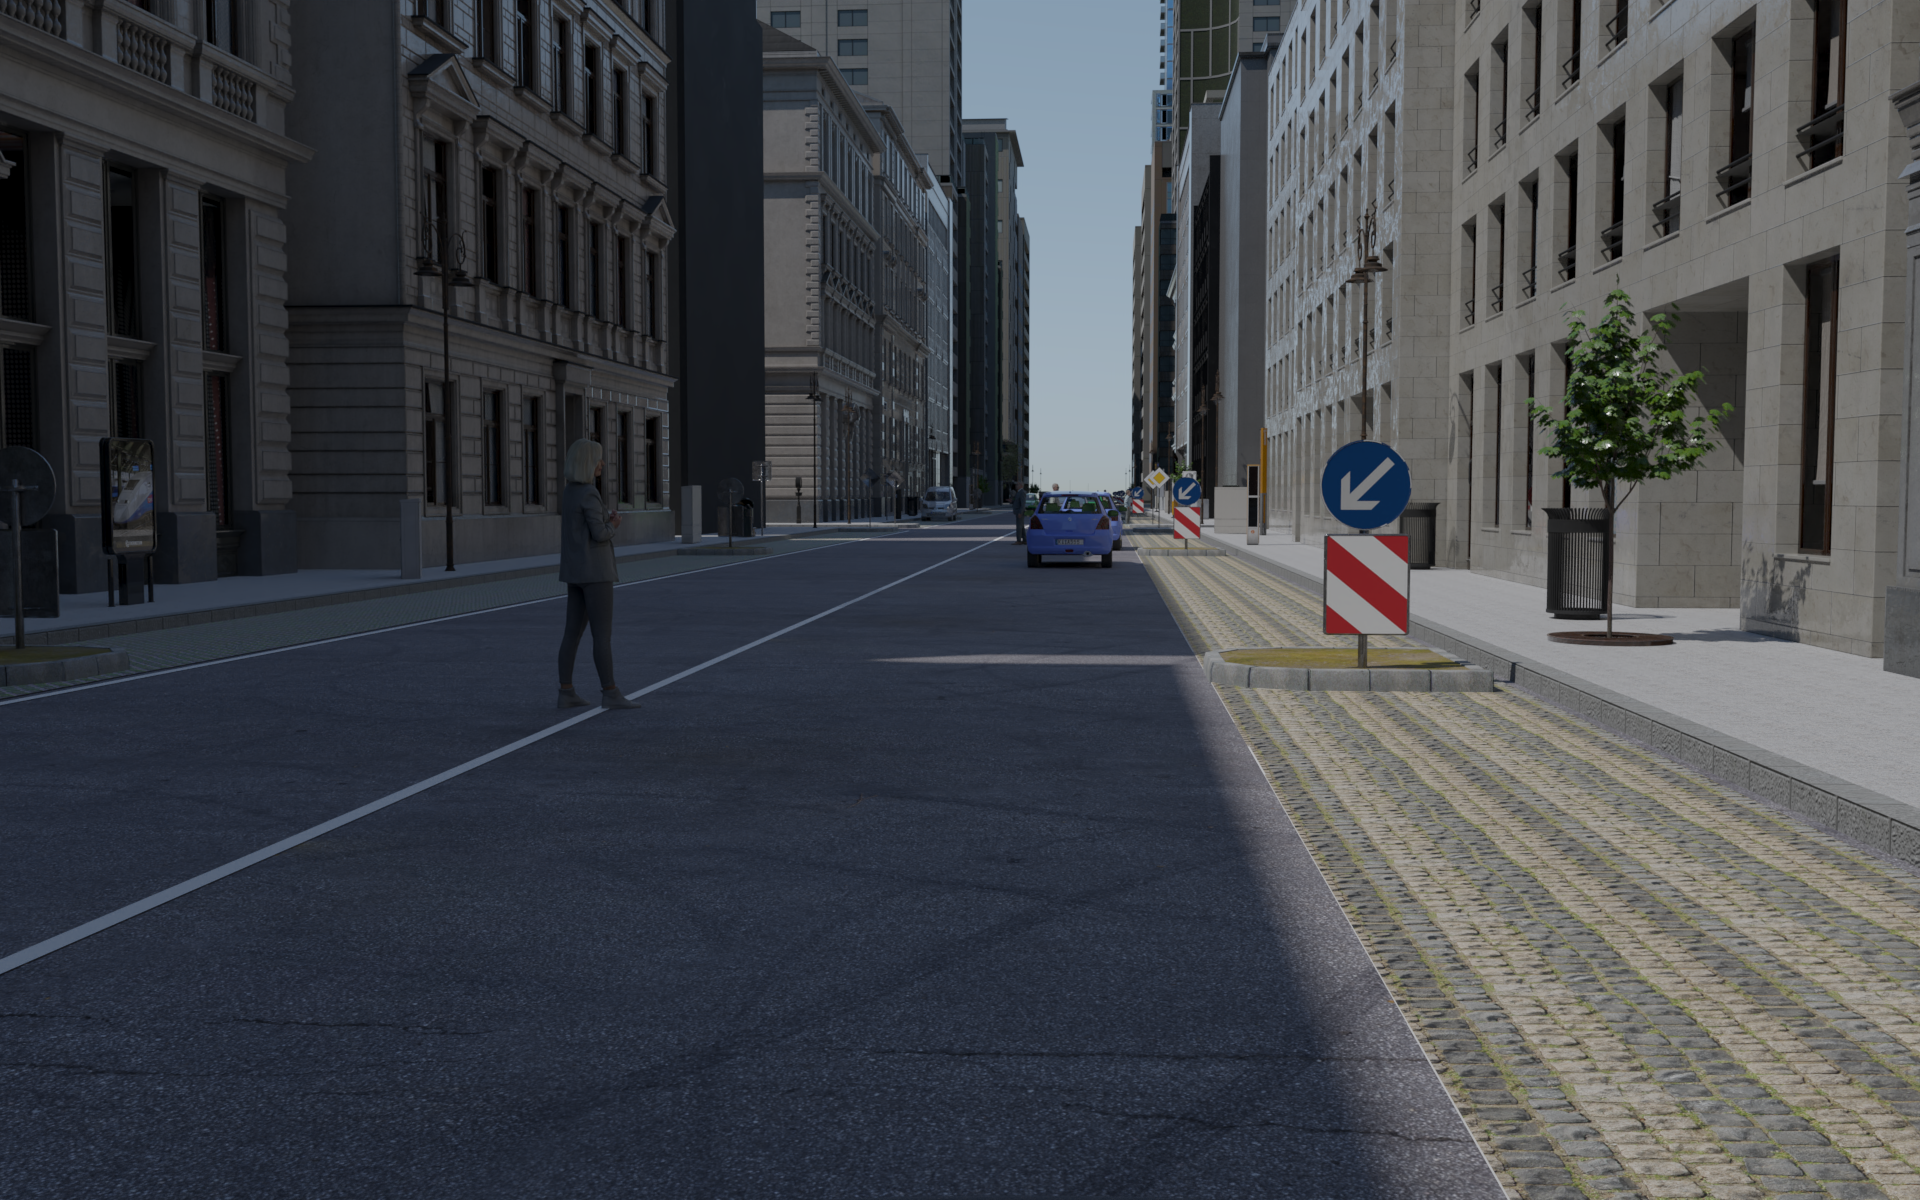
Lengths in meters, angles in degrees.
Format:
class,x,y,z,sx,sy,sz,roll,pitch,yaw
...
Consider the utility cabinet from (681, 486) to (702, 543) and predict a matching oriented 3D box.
class,x,y,z,sx,sy,sz,roll,pitch,yaw
utility cabinet,-7.026,-2.236,45.243,0.318,1.500,1.173,0,4,3

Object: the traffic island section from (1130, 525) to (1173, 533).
class,x,y,z,sx,sy,sz,roll,pitch,yaw
traffic island section,7.504,-2.621,65.140,2.009,0.180,2.903,0,4,5

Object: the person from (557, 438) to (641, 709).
class,x,y,z,sx,sy,sz,roll,pitch,yaw
person,-2.463,-0.183,11.670,0.526,1.800,0.537,-1,4,-23

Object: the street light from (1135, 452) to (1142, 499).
class,x,y,z,sx,sy,sz,roll,pitch,yaw
street light,19.407,-13.053,186.203,0.468,5.910,1.993,0,4,5

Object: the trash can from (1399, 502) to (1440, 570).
class,x,y,z,sx,sy,sz,roll,pitch,yaw
trash can,7.788,-1.091,29.488,0.748,1.137,0.748,0,3,0

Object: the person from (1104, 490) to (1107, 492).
class,x,y,z,sx,sy,sz,roll,pitch,yaw
person,12.810,-8.814,152.606,0.705,1.824,1.348,-1,4,-16

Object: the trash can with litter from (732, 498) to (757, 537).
class,x,y,z,sx,sy,sz,roll,pitch,yaw
trash can with litter,-6.408,-2.457,51.554,0.624,1.170,1.055,0,4,4

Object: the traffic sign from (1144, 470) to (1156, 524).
class,x,y,z,sx,sy,sz,roll,pitch,yaw
traffic sign,8.135,-4.243,73.023,0.795,2.450,0.064,0,4,5

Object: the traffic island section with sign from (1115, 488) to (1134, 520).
class,x,y,z,sx,sy,sz,roll,pitch,yaw
traffic island section with sign,9.650,-5.290,95.114,1.989,1.847,2.006,0,4,5

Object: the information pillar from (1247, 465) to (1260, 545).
class,x,y,z,sx,sy,sz,roll,pitch,yaw
information pillar,7.376,-2.388,43.542,0.304,2.012,0.304,1,4,12

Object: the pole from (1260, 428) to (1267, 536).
class,x,y,z,sx,sy,sz,roll,pitch,yaw
pole,9.391,-3.652,53.558,0.158,3.312,0.155,0,3,0

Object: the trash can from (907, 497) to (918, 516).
class,x,y,z,sx,sy,sz,roll,pitch,yaw
trash can,-2.772,-5.465,101.002,0.748,1.137,0.748,0,3,0

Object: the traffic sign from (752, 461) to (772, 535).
class,x,y,z,sx,sy,sz,roll,pitch,yaw
traffic sign,-6.120,-3.143,53.520,0.606,2.300,0.079,0,4,7

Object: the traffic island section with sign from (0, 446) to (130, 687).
class,x,y,z,sx,sy,sz,roll,pitch,yaw
traffic island section with sign,-7.758,-0.305,13.613,1.989,1.847,2.006,0,4,5

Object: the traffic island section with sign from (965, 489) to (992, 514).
class,x,y,z,sx,sy,sz,roll,pitch,yaw
traffic island section with sign,1.277,-7.035,123.653,1.989,1.847,2.006,0,4,5

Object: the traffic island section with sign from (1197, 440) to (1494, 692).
class,x,y,z,sx,sy,sz,roll,pitch,yaw
traffic island section with sign,2.922,-0.294,13.438,1.989,1.847,2.006,0,4,5

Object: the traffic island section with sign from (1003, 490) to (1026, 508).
class,x,y,z,sx,sy,sz,roll,pitch,yaw
traffic island section with sign,5.329,-10.042,172.817,1.989,1.847,2.006,0,4,5

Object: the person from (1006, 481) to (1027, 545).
class,x,y,z,sx,sy,sz,roll,pitch,yaw
person,1.622,-2.463,48.947,0.590,1.801,0.661,0,4,-8

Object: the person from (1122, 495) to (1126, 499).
class,x,y,z,sx,sy,sz,roll,pitch,yaw
person,16.197,-9.751,168.641,0.721,1.743,1.217,-2,4,-33

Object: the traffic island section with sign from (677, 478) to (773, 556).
class,x,y,z,sx,sy,sz,roll,pitch,yaw
traffic island section with sign,-5.499,-1.983,41.053,1.989,1.847,2.006,0,4,5

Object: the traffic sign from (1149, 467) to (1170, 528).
class,x,y,z,sx,sy,sz,roll,pitch,yaw
traffic sign,7.480,-3.757,65.064,0.795,2.450,0.064,0,4,5

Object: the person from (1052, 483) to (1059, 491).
class,x,y,z,sx,sy,sz,roll,pitch,yaw
person,2.862,-2.697,53.086,0.515,1.767,0.782,0,4,5

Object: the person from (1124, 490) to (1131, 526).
class,x,y,z,sx,sy,sz,roll,pitch,yaw
person,7.481,-4.088,77.148,0.330,1.601,0.589,2,4,24

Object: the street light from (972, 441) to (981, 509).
class,x,y,z,sx,sy,sz,roll,pitch,yaw
street light,1.561,-10.873,150.568,0.468,5.910,1.993,0,4,5

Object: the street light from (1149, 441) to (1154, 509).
class,x,y,z,sx,sy,sz,roll,pitch,yaw
street light,16.553,-10.807,149.476,0.468,5.910,1.993,0,4,5

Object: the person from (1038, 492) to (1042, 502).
class,x,y,z,sx,sy,sz,roll,pitch,yaw
person,11.683,-14.835,251.856,0.445,1.727,0.742,3,4,37

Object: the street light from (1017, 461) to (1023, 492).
class,x,y,z,sx,sy,sz,roll,pitch,yaw
street light,8.319,-15.942,233.439,0.468,5.910,1.993,0,4,5

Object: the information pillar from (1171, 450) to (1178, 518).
class,x,y,z,sx,sy,sz,roll,pitch,yaw
information pillar,11.497,-6.194,92.624,0.183,3.616,0.504,3,4,36

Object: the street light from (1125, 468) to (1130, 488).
class,x,y,z,sx,sy,sz,roll,pitch,yaw
street light,26.402,-18.154,269.610,0.468,5.910,1.993,0,4,5

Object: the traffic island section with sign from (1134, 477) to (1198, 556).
class,x,y,z,sx,sy,sz,roll,pitch,yaw
traffic island section with sign,5.163,-1.952,40.543,1.989,1.847,2.006,0,4,5

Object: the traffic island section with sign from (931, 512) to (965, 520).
class,x,y,z,sx,sy,sz,roll,pitch,yaw
traffic island section with sign,-0.911,-5.392,96.786,1.989,1.847,2.006,0,4,5

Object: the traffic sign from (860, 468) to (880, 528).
class,x,y,z,sx,sy,sz,roll,pitch,yaw
traffic sign,-3.426,-3.813,65.979,0.795,2.450,0.064,0,4,5

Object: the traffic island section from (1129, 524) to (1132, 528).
class,x,y,z,sx,sy,sz,roll,pitch,yaw
traffic island section,8.159,-3.108,73.098,2.009,0.180,2.903,0,4,5

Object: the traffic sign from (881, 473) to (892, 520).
class,x,y,z,sx,sy,sz,roll,pitch,yaw
traffic sign,-3.564,-5.031,84.386,0.606,2.300,0.079,1,4,13

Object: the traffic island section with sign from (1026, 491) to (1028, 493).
class,x,y,z,sx,sy,sz,roll,pitch,yaw
traffic island section with sign,7.561,-11.701,199.938,1.989,1.847,2.006,0,4,5

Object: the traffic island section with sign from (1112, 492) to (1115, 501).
class,x,y,z,sx,sy,sz,roll,pitch,yaw
traffic island section with sign,11.866,-6.933,121.979,1.989,1.847,2.006,0,4,5

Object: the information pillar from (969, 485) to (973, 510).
class,x,y,z,sx,sy,sz,roll,pitch,yaw
information pillar,0.904,-8.218,138.854,0.304,2.012,0.304,-1,4,-11

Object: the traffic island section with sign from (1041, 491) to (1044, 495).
class,x,y,z,sx,sy,sz,roll,pitch,yaw
traffic island section with sign,14.387,-16.773,282.860,1.989,1.847,2.006,0,4,5

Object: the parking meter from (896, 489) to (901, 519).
class,x,y,z,sx,sy,sz,roll,pitch,yaw
parking meter,-3.182,-4.893,88.404,0.372,1.533,0.369,0,3,0

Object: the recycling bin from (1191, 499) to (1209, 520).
class,x,y,z,sx,sy,sz,roll,pitch,yaw
recycling bin,12.106,-4.582,87.476,0.722,1.027,0.722,-1,4,-16

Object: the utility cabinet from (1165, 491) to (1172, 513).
class,x,y,z,sx,sy,sz,roll,pitch,yaw
utility cabinet,14.153,-6.640,117.236,0.318,1.500,1.173,1,4,22

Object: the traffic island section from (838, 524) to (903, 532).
class,x,y,z,sx,sy,sz,roll,pitch,yaw
traffic island section,-3.450,-2.677,66.042,2.009,0.180,2.903,0,4,5

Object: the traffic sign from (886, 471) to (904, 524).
class,x,y,z,sx,sy,sz,roll,pitch,yaw
traffic sign,-2.771,-4.299,73.937,0.795,2.450,0.064,0,4,5

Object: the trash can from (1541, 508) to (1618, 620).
class,x,y,z,sx,sy,sz,roll,pitch,yaw
trash can,6.357,-0.377,17.812,0.748,1.137,0.748,0,3,0

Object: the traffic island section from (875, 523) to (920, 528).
class,x,y,z,sx,sy,sz,roll,pitch,yaw
traffic island section,-2.795,-3.163,74.000,2.009,0.180,2.903,0,4,5

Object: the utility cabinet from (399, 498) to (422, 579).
class,x,y,z,sx,sy,sz,roll,pitch,yaw
utility cabinet,-8.431,-0.943,26.580,0.306,1.237,1.020,-1,4,-16

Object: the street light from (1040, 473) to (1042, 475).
class,x,y,z,sx,sy,sz,roll,pitch,yaw
street light,14.279,-20.392,306.198,0.468,5.910,1.993,0,4,5

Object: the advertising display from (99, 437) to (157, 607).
class,x,y,z,sx,sy,sz,roll,pitch,yaw
advertising display,-9.622,-0.908,20.066,0.123,1.923,0.974,0,4,4

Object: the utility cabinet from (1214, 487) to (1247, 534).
class,x,y,z,sx,sy,sz,roll,pitch,yaw
utility cabinet,8.786,-2.871,55.625,1.173,1.500,0.318,1,4,22

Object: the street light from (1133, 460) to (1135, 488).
class,x,y,z,sx,sy,sz,roll,pitch,yaw
street light,22.567,-15.315,223.182,0.468,5.910,1.993,0,4,5

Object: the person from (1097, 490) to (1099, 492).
class,x,y,z,sx,sy,sz,roll,pitch,yaw
person,14.891,-10.966,187.654,0.709,1.838,0.599,2,4,23

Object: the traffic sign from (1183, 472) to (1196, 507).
class,x,y,z,sx,sy,sz,roll,pitch,yaw
traffic sign,10.331,-4.642,78.024,0.606,2.300,0.079,1,4,9

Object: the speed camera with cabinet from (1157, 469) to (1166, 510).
class,x,y,z,sx,sy,sz,roll,pitch,yaw
speed camera with cabinet,16.036,-8.719,136.889,0.660,3.252,2.038,1,4,18
